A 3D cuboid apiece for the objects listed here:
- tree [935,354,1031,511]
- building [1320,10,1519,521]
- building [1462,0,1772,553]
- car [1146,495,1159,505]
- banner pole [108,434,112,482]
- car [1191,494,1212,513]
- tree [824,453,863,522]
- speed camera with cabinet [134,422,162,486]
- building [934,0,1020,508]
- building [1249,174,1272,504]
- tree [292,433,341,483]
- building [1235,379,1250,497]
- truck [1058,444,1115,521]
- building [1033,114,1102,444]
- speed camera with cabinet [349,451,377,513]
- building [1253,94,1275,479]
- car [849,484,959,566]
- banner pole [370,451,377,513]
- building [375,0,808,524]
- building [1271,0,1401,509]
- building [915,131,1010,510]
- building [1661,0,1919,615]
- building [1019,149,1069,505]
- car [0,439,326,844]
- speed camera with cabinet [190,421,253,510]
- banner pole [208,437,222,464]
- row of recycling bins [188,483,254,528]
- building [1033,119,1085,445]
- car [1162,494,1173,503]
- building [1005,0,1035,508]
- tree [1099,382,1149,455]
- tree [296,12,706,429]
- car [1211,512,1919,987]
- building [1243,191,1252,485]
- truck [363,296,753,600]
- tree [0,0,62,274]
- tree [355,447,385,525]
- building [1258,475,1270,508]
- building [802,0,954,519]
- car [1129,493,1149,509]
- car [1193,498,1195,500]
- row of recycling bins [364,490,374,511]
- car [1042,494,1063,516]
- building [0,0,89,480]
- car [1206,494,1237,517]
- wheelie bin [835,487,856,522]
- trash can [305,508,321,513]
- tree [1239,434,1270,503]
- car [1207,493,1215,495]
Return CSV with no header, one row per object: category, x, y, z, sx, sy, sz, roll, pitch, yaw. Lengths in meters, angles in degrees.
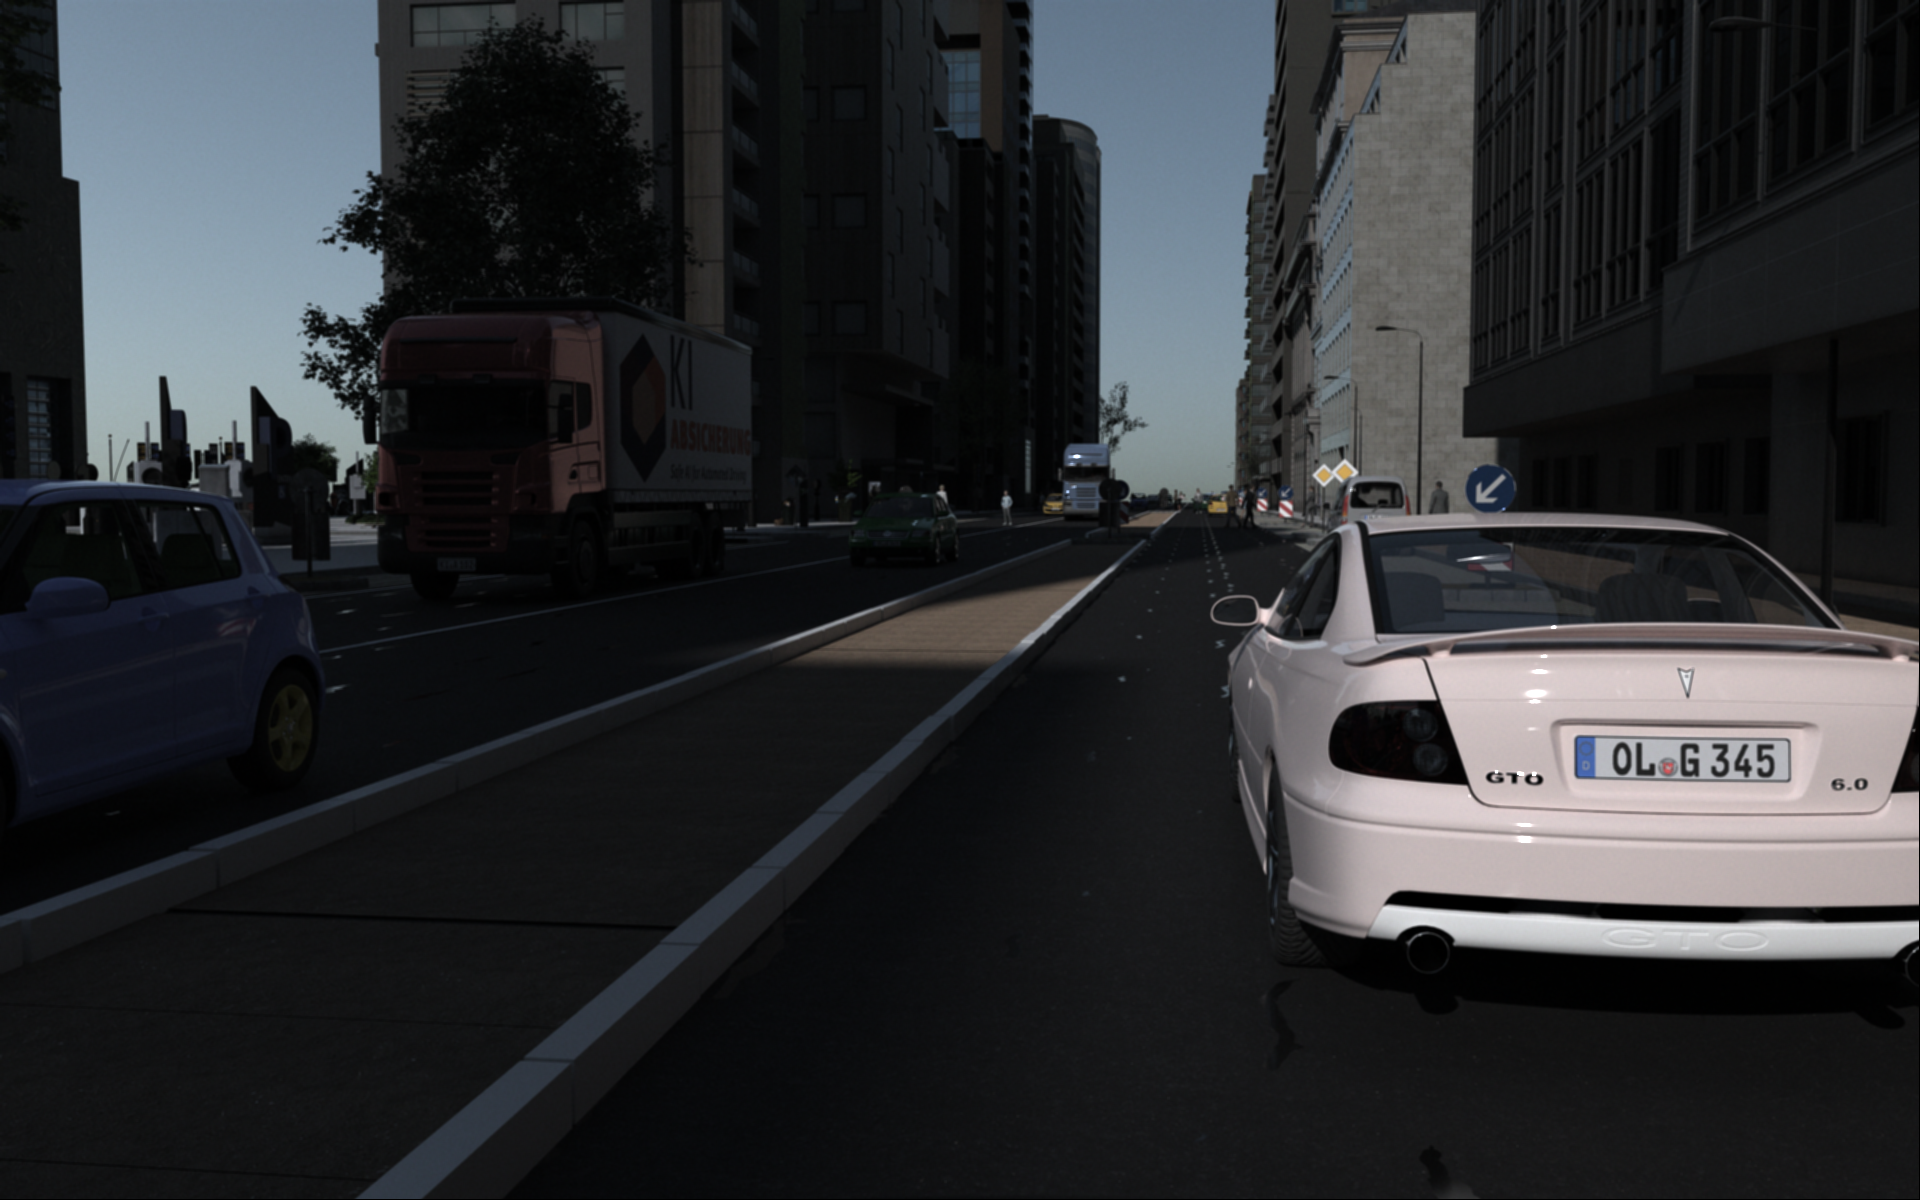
tree,1.691,-12.477,129.759,9.928,11.665,9.643,0,3,0
building,22.018,-13.600,77.107,10.420,20.320,16.860,0,4,8
building,19.030,-14.704,33.919,14.314,27.812,24.014,0,4,8
car,25.870,-13.440,232.101,2.083,1.381,4.827,1,4,8
banner pole,-35.523,-5.043,72.471,0.401,3.779,0.863,-2,4,-24
car,19.043,-7.515,134.671,2.131,1.459,4.920,0,4,7
tree,-5.621,-5.301,81.280,1.663,3.219,1.824,0,3,0
speed camera with cabinet,-22.616,-3.207,46.776,2.038,3.252,0.660,-3,4,-37
building,-2.269,-30.905,155.409,14.600,45.320,14.200,0,4,8
building,44.452,-32.994,223.042,14.154,41.232,14.086,0,4,8
tree,-34.979,-6.680,92.928,4.285,4.588,4.351,0,3,0
building,57.655,-26.153,272.644,27.650,21.520,28.899,0,4,8
truck,7.462,-6.652,98.521,2.967,4.110,18.799,0,4,6
building,10.489,-44.479,269.224,21.231,58.520,28.212,0,4,8
speed camera with cabinet,-27.331,-5.280,80.660,2.038,3.252,0.660,-1,4,-23
building,44.408,-34.795,188.506,23.786,49.044,30.456,0,4,8
car,-1.111,-1.650,35.767,1.959,1.807,4.718,0,4,7
banner pole,-29.730,-6.031,88.630,0.863,3.779,0.401,2,4,34
building,-14.884,-23.816,72.979,14.154,41.232,14.086,0,4,8
building,36.397,-31.519,139.033,21.300,48.544,21.600,0,4,8
building,-3.662,-22.600,141.218,14.160,30.474,14.107,0,4,8
building,14.047,-11.471,6.620,14.314,24.678,30.058,0,4,8
building,5.041,-31.621,200.603,14.154,41.232,14.086,0,4,8
car,-4.221,0.144,7.235,1.945,1.707,3.694,0,4,7
speed camera with cabinet,-19.531,-3.160,45.999,0.660,3.252,2.038,1,4,15
banner pole,-32.436,-5.237,75.648,0.401,3.779,0.863,2,4,26
row of recycling bins,-27.608,-3.610,66.133,3.534,1.692,1.069,-3,5,-40
building,5.032,-37.004,228.709,21.300,48.544,21.600,0,4,8
car,33.722,-16.712,282.032,1.959,1.807,4.718,0,4,7
building,-2.841,-52.900,177.587,22.319,86.520,31.000,0,4,8
tree,25.311,-26.589,290.618,12.611,20.169,13.585,0,3,0
tree,-10.500,-7.639,41.901,9.611,12.733,9.660,0,3,0
car,2.014,0.356,6.534,2.083,1.381,4.827,0,4,6
building,51.332,-36.029,243.700,22.147,44.769,28.867,0,4,8
truck,-5.803,-2.329,26.993,2.839,4.237,11.283,0,4,7
tree,-13.659,-6.108,17.999,7.486,12.596,7.792,0,3,0
tree,-23.877,-4.670,70.962,1.663,3.219,1.824,0,3,0
building,44.481,-28.701,161.149,32.217,40.220,23.993,0,4,8
building,-15.438,-31.344,101.707,28.713,52.752,27.495,0,4,8
car,17.606,-9.820,170.154,1.945,1.707,3.694,0,4,6
car,30.910,-12.826,222.285,1.945,1.354,3.894,1,4,9
row of recycling bins,-45.742,-7.810,134.812,1.069,1.692,3.534,1,4,13
car,6.388,-6.303,113.285,2.015,1.641,3.980,0,4,7
building,-56.015,-46.657,75.512,31.000,86.520,22.319,0,4,8
car,16.693,-6.132,110.485,2.015,1.641,3.980,1,4,9
wheelie bin,-5.177,-4.314,78.450,0.980,1.594,0.693,0,4,1
trash can,-25.726,-3.497,68.823,0.748,1.137,0.748,0,3,0
tree,36.420,-16.139,214.231,4.360,8.622,3.978,0,3,0
car,24.605,-9.804,169.879,1.945,1.707,3.694,0,4,6
